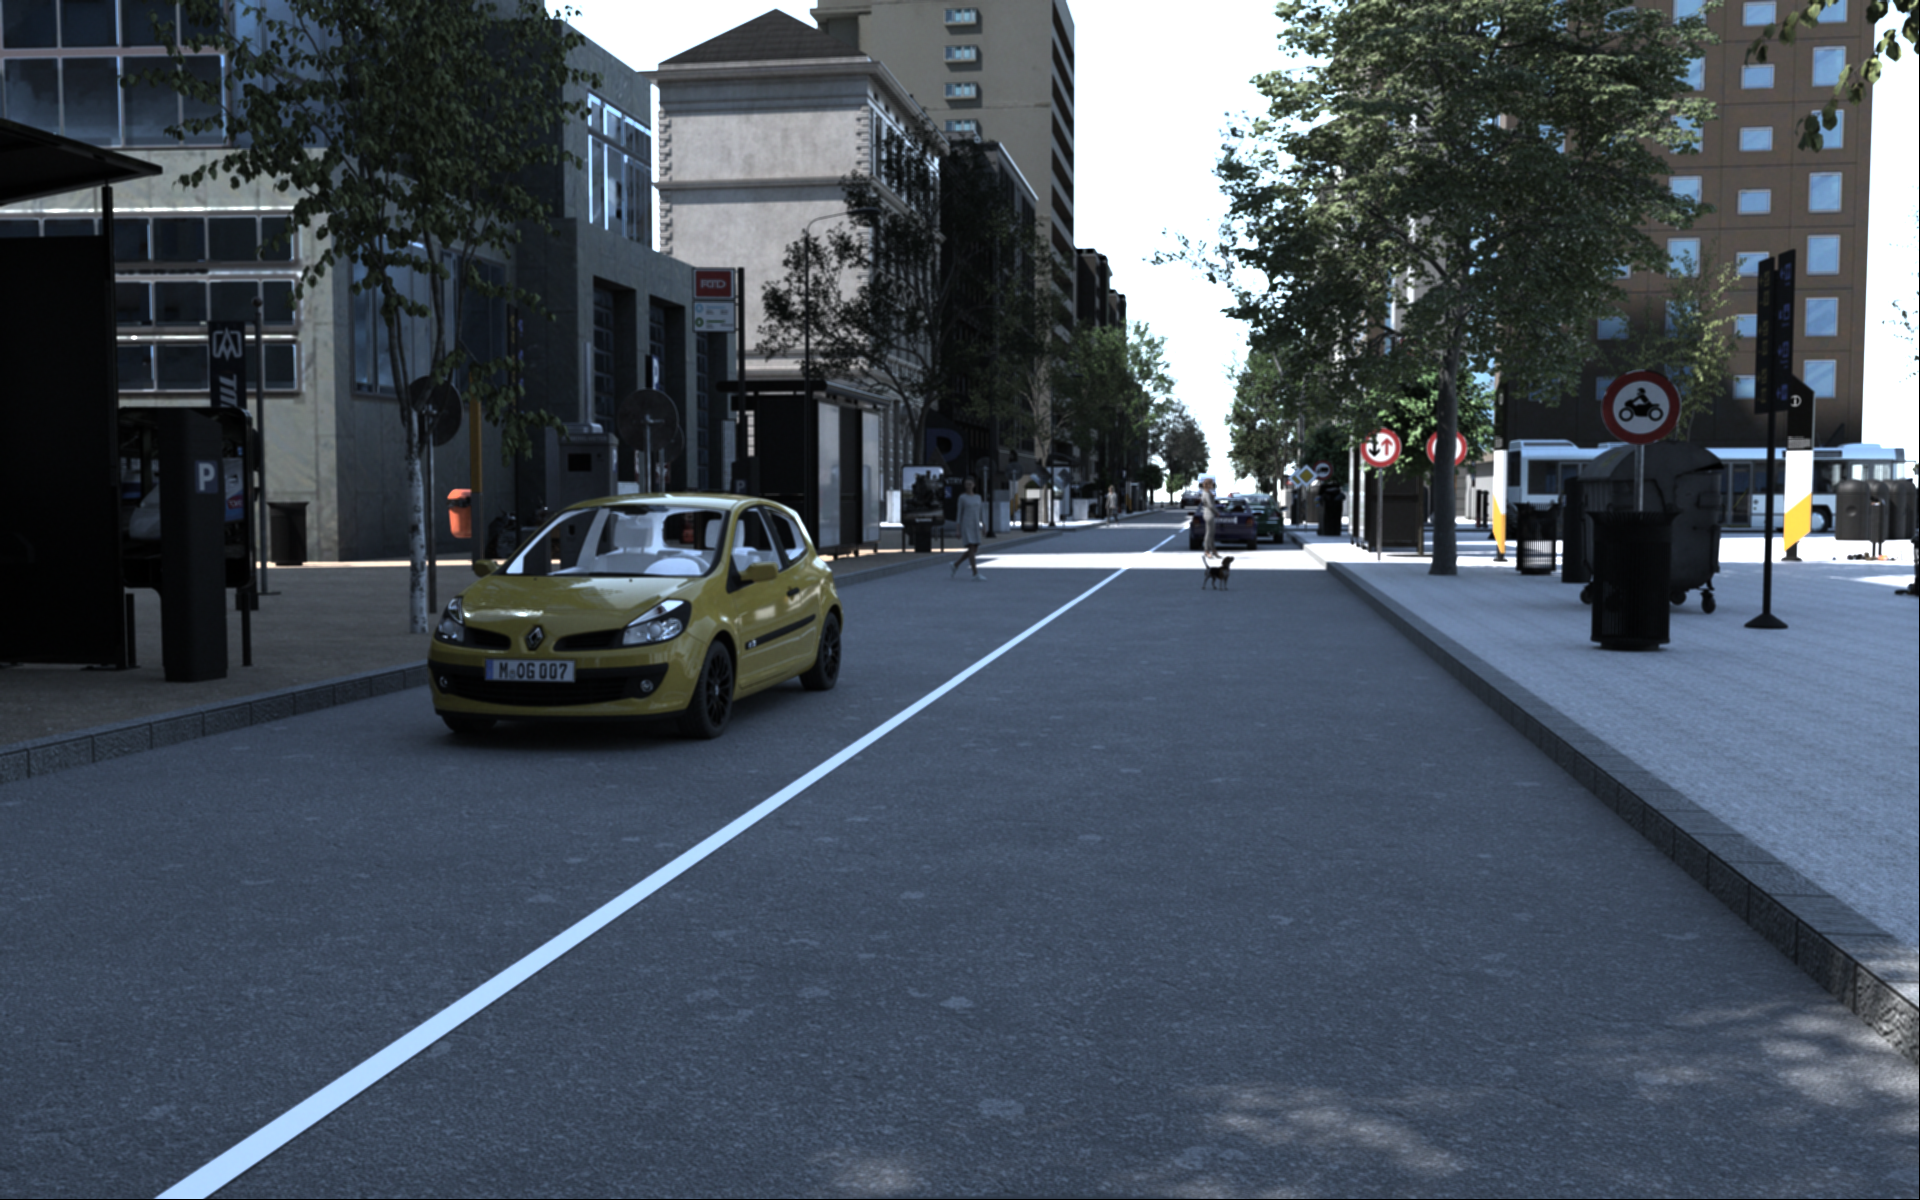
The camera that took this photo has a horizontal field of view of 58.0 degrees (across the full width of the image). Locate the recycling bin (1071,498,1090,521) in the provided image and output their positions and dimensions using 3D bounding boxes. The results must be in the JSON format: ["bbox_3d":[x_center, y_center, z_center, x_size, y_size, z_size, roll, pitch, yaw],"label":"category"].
[{"bbox_3d":[5.682,-4.241,81.889,0.722,1.027,0.722,0,4,4],"label":"recycling bin"}]

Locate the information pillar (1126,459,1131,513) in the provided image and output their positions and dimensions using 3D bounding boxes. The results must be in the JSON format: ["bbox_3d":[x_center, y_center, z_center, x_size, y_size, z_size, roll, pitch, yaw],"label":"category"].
[{"bbox_3d":[11.116,-7.512,114.170,0.183,3.616,0.504,3,5,44],"label":"information pillar"}]

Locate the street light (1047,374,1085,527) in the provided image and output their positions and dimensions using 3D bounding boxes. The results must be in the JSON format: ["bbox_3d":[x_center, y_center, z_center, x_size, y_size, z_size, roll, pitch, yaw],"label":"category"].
[{"bbox_3d":[4.124,-5.795,67.288,1.470,5.913,1.316,1,4,9],"label":"street light"}]

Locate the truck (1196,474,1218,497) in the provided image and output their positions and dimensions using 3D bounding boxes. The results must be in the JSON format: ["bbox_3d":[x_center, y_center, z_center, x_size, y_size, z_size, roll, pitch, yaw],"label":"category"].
[{"bbox_3d":[33.782,-15.041,235.681,2.967,4.110,18.799,1,4,9],"label":"truck"}]

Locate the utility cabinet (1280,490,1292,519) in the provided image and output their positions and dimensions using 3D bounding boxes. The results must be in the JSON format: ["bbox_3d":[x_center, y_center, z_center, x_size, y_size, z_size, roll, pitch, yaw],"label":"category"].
[{"bbox_3d":[16.677,-4.862,88.174,0.318,1.500,1.173,2,4,33],"label":"utility cabinet"}]

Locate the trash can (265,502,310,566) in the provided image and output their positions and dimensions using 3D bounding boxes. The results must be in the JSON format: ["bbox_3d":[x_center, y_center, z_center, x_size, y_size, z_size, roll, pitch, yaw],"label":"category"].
[{"bbox_3d":[-12.005,-1.181,30.956,0.748,1.137,0.748,0,3,0],"label":"trash can"}]

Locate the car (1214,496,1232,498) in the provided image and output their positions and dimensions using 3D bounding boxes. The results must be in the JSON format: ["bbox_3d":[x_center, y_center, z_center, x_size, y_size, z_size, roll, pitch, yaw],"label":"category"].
[{"bbox_3d":[11.854,-3.967,77.445,1.945,1.354,3.894,1,4,9],"label":"car"}]

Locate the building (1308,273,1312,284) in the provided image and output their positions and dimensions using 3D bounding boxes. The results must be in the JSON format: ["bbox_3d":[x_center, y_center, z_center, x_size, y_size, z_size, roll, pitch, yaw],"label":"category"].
[{"bbox_3d":[64.384,-36.901,286.930,14.154,41.232,14.086,1,4,9],"label":"building"}]

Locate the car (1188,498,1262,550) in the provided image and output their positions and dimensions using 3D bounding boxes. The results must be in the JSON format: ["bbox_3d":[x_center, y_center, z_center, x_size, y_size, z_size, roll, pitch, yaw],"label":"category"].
[{"bbox_3d":[6.975,-2.025,45.685,1.945,1.354,3.894,1,4,10],"label":"car"}]

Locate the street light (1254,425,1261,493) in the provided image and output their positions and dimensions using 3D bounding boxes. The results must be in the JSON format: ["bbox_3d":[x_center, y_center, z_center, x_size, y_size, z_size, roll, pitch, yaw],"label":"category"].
[{"bbox_3d":[20.853,-8.847,117.187,1.470,5.913,1.316,1,4,9],"label":"street light"}]

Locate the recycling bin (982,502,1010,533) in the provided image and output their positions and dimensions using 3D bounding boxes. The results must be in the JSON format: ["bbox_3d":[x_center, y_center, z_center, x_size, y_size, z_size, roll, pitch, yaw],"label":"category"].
[{"bbox_3d":[1.195,-2.720,57.019,0.722,1.027,0.722,2,4,27],"label":"recycling bin"}]

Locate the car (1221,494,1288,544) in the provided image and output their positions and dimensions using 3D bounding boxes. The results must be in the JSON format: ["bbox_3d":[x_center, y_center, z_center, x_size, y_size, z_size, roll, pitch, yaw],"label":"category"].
[{"bbox_3d":[8.701,-2.436,51.624,2.131,1.459,4.920,1,4,9],"label":"car"}]

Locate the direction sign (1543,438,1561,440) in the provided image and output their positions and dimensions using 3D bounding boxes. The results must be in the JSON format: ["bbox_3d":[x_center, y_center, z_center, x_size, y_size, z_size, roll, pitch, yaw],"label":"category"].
[{"bbox_3d":[24.158,-4.819,70.784,0.379,3.537,0.876,-2,4,-29],"label":"direction sign"}]

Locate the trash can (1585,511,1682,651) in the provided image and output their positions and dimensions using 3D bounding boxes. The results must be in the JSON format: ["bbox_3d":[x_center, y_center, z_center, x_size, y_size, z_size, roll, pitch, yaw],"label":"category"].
[{"bbox_3d":[5.554,-0.164,14.328,0.748,1.137,0.748,0,3,0],"label":"trash can"}]

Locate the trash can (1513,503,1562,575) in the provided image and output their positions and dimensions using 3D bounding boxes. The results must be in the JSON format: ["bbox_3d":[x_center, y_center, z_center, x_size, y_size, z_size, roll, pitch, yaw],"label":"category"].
[{"bbox_3d":[9.181,-0.974,27.580,0.748,1.137,0.748,0,3,0],"label":"trash can"}]

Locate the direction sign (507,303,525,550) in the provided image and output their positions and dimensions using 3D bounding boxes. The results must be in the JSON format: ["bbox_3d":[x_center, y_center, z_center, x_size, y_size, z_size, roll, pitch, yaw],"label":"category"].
[{"bbox_3d":[-5.383,-1.777,21.053,0.379,3.537,0.876,0,4,-4],"label":"direction sign"}]

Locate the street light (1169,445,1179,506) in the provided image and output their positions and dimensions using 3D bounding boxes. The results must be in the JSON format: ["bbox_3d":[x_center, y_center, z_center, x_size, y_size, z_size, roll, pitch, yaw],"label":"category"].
[{"bbox_3d":[19.725,-11.723,164.213,1.470,5.913,1.316,1,4,9],"label":"street light"}]

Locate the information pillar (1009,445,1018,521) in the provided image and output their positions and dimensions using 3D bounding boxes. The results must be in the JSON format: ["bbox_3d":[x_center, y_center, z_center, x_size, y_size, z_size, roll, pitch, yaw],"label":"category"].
[{"bbox_3d":[2.536,-5.537,81.878,0.183,3.616,0.504,-3,4,-38],"label":"information pillar"}]

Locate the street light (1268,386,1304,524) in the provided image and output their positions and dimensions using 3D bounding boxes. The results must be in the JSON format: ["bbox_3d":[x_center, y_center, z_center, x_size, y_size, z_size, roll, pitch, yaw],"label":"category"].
[{"bbox_3d":[14.035,-6.210,74.079,1.470,5.913,1.316,1,4,9],"label":"street light"}]

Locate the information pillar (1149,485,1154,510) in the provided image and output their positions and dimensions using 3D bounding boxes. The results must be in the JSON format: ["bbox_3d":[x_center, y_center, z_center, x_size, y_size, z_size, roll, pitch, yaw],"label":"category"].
[{"bbox_3d":[15.064,-8.047,136.057,0.304,2.012,0.304,1,4,21],"label":"information pillar"}]

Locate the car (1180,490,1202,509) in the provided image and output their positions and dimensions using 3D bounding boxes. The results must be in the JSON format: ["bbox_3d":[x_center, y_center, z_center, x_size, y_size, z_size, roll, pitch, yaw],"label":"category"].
[{"bbox_3d":[23.145,-10.076,173.407,2.281,1.827,5.304,1,4,9],"label":"car"}]

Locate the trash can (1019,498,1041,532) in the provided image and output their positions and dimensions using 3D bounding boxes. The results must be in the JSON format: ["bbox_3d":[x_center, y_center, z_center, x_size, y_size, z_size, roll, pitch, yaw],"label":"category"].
[{"bbox_3d":[2.365,-2.874,58.649,0.748,1.137,0.748,0,3,0],"label":"trash can"}]

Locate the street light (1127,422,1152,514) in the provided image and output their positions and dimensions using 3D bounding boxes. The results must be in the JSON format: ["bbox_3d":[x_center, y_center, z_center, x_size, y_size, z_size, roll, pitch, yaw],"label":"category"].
[{"bbox_3d":[11.436,-8.517,111.802,1.470,5.913,1.316,1,4,9],"label":"street light"}]

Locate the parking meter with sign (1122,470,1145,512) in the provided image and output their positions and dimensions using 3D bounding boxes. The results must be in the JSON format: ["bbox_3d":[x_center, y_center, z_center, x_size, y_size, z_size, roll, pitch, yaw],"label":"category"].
[{"bbox_3d":[12.795,-8.029,127.540,1.738,3.016,0.543,3,4,36],"label":"parking meter with sign"}]

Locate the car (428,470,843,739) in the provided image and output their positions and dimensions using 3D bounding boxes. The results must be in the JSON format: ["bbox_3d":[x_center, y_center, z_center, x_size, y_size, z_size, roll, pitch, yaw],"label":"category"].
[{"bbox_3d":[-2.012,-0.076,11.471,2.015,1.641,3.980,1,4,11],"label":"car"}]

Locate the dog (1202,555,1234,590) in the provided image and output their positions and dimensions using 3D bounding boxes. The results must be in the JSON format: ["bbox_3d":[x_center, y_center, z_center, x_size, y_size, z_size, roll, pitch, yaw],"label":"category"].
[{"bbox_3d":[3.867,-0.411,26.002,0.540,0.507,0.406,1,4,17],"label":"dog"}]

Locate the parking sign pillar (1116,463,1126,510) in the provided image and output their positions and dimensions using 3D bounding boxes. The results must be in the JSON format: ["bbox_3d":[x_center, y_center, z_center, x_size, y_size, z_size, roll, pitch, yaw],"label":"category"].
[{"bbox_3d":[12.941,-9.160,138.245,1.447,3.967,1.447,0,4,-3],"label":"parking sign pillar"}]

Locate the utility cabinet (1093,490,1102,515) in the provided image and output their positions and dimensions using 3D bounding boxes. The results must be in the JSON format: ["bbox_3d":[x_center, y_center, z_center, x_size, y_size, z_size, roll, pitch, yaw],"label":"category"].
[{"bbox_3d":[8.152,-5.709,102.016,0.318,1.500,1.173,-1,4,-12],"label":"utility cabinet"}]

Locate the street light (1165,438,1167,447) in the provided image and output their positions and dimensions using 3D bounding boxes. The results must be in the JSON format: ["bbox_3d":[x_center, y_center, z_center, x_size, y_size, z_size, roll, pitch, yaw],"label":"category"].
[{"bbox_3d":[16.227,-10.396,142.515,1.470,5.913,1.316,1,4,9],"label":"street light"}]

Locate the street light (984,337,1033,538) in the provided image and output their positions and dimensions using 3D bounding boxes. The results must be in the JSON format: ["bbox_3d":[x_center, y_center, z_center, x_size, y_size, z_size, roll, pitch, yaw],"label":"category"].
[{"bbox_3d":[1.438,-4.776,50.627,1.470,5.913,1.316,1,4,9],"label":"street light"}]

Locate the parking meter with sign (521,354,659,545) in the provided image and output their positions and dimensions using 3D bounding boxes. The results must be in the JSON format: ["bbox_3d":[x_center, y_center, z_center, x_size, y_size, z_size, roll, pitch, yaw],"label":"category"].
[{"bbox_3d":[-4.700,-1.567,21.884,1.738,3.016,0.543,0,4,-1],"label":"parking meter with sign"}]

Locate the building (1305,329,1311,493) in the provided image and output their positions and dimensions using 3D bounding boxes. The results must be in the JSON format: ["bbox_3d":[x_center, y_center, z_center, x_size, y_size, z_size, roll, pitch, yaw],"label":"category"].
[{"bbox_3d":[61.336,-30.665,273.078,14.160,30.474,14.107,1,4,9],"label":"building"}]

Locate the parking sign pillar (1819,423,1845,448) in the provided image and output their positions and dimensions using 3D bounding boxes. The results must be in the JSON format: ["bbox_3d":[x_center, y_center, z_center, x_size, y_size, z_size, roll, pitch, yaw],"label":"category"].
[{"bbox_3d":[33.076,-4.734,65.869,1.447,3.967,1.447,-3,4,-37],"label":"parking sign pillar"}]

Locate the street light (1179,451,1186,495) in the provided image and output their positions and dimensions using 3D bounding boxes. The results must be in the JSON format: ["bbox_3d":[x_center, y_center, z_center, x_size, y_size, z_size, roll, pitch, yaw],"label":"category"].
[{"bbox_3d":[23.169,-13.041,185.753,1.470,5.913,1.316,1,4,9],"label":"street light"}]

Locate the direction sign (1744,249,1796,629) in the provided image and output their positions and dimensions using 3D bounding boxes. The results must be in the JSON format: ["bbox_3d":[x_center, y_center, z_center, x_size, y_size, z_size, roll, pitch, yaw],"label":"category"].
[{"bbox_3d":[7.748,-1.501,16.538,0.379,3.537,0.876,0,4,6],"label":"direction sign"}]

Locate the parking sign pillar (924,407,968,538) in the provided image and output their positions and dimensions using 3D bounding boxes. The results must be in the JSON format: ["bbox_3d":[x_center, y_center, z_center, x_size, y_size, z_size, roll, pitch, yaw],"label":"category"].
[{"bbox_3d":[-0.418,-3.844,51.323,1.447,3.967,1.447,0,4,3],"label":"parking sign pillar"}]

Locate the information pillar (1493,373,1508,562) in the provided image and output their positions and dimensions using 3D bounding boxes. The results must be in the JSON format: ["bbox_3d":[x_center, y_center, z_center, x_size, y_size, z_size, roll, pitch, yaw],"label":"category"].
[{"bbox_3d":[10.225,-2.532,32.753,0.183,3.616,0.504,0,4,-2],"label":"information pillar"}]

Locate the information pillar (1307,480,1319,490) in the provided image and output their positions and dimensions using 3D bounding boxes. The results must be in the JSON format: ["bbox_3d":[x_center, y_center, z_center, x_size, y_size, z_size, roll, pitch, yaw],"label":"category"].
[{"bbox_3d":[20.157,-6.541,98.306,0.504,3.616,0.183,3,4,38],"label":"information pillar"}]

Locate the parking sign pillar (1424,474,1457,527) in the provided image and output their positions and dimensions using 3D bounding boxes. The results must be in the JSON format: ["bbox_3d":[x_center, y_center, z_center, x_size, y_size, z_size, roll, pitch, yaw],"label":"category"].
[{"bbox_3d":[18.606,-4.825,67.365,1.447,3.967,1.447,0,4,6],"label":"parking sign pillar"}]

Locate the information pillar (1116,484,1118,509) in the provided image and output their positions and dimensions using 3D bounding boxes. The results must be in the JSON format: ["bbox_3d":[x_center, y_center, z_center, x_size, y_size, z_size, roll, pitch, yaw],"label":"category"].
[{"bbox_3d":[9.964,-6.493,110.656,0.304,2.012,0.304,0,4,4],"label":"information pillar"}]

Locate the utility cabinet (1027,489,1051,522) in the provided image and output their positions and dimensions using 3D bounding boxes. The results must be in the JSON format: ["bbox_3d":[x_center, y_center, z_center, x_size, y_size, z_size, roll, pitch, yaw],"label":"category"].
[{"bbox_3d":[3.615,-4.275,78.577,1.173,1.500,0.318,0,4,-3],"label":"utility cabinet"}]

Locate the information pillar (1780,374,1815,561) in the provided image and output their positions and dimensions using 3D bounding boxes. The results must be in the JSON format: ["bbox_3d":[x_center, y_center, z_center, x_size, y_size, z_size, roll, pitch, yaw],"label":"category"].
[{"bbox_3d":[16.040,-2.555,33.123,0.183,3.616,0.504,-3,5,-44],"label":"information pillar"}]

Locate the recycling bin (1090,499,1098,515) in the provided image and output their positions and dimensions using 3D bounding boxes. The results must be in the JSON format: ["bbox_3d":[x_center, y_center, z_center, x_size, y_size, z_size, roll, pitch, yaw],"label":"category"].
[{"bbox_3d":[7.110,-5.017,94.586,0.722,1.027,0.722,-2,4,-30],"label":"recycling bin"}]

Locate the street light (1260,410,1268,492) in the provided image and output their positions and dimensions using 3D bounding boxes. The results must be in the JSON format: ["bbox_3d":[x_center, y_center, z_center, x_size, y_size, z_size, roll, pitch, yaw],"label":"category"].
[{"bbox_3d":[17.485,-7.529,95.635,1.470,5.913,1.316,1,4,9],"label":"street light"}]

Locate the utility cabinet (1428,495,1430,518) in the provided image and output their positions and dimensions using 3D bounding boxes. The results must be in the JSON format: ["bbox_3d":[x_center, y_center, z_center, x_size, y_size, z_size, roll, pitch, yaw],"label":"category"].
[{"bbox_3d":[25.798,-5.083,94.272,1.020,1.237,0.306,3,5,44],"label":"utility cabinet"}]

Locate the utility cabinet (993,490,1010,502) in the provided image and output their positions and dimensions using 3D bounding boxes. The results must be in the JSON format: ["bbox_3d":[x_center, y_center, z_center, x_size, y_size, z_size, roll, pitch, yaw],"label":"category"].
[{"bbox_3d":[2.254,-5.015,90.675,1.173,1.500,0.318,-2,4,-29],"label":"utility cabinet"}]

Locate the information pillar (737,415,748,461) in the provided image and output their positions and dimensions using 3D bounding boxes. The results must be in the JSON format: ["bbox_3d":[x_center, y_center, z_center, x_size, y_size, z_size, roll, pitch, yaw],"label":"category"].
[{"bbox_3d":[-6.469,-3.659,51.178,0.504,3.616,0.183,2,4,24],"label":"information pillar"}]

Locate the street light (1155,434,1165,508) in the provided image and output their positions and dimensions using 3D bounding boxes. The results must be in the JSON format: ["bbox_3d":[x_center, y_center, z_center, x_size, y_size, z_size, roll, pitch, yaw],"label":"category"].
[{"bbox_3d":[14.874,-9.858,133.724,1.470,5.913,1.316,1,4,9],"label":"street light"}]

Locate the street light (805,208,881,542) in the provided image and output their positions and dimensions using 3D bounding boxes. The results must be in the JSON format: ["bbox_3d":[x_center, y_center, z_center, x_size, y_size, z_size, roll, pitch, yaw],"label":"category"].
[{"bbox_3d":[-1.968,-3.412,28.321,1.470,5.913,1.316,1,4,9],"label":"street light"}]

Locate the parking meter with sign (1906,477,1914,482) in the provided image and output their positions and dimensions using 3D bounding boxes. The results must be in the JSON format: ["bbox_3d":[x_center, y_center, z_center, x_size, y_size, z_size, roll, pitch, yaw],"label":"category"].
[{"bbox_3d":[43.075,-5.065,79.069,0.543,3.016,1.738,-1,4,-21],"label":"parking meter with sign"}]

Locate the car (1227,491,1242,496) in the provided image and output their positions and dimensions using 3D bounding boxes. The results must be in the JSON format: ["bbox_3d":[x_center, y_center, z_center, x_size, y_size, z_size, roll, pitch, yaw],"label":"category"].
[{"bbox_3d":[35.995,-13.322,226.479,2.281,1.827,5.304,1,4,9],"label":"car"}]

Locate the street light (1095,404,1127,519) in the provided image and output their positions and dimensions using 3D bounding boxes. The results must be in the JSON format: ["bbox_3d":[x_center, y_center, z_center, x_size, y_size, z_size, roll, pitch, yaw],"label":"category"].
[{"bbox_3d":[7.749,-7.169,89.761,1.470,5.913,1.316,1,4,9],"label":"street light"}]

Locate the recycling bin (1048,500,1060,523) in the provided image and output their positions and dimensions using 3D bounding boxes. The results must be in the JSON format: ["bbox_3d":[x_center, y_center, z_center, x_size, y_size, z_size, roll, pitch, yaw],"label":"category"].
[{"bbox_3d":[4.016,-3.893,76.197,0.722,1.027,0.722,0,4,0],"label":"recycling bin"}]
